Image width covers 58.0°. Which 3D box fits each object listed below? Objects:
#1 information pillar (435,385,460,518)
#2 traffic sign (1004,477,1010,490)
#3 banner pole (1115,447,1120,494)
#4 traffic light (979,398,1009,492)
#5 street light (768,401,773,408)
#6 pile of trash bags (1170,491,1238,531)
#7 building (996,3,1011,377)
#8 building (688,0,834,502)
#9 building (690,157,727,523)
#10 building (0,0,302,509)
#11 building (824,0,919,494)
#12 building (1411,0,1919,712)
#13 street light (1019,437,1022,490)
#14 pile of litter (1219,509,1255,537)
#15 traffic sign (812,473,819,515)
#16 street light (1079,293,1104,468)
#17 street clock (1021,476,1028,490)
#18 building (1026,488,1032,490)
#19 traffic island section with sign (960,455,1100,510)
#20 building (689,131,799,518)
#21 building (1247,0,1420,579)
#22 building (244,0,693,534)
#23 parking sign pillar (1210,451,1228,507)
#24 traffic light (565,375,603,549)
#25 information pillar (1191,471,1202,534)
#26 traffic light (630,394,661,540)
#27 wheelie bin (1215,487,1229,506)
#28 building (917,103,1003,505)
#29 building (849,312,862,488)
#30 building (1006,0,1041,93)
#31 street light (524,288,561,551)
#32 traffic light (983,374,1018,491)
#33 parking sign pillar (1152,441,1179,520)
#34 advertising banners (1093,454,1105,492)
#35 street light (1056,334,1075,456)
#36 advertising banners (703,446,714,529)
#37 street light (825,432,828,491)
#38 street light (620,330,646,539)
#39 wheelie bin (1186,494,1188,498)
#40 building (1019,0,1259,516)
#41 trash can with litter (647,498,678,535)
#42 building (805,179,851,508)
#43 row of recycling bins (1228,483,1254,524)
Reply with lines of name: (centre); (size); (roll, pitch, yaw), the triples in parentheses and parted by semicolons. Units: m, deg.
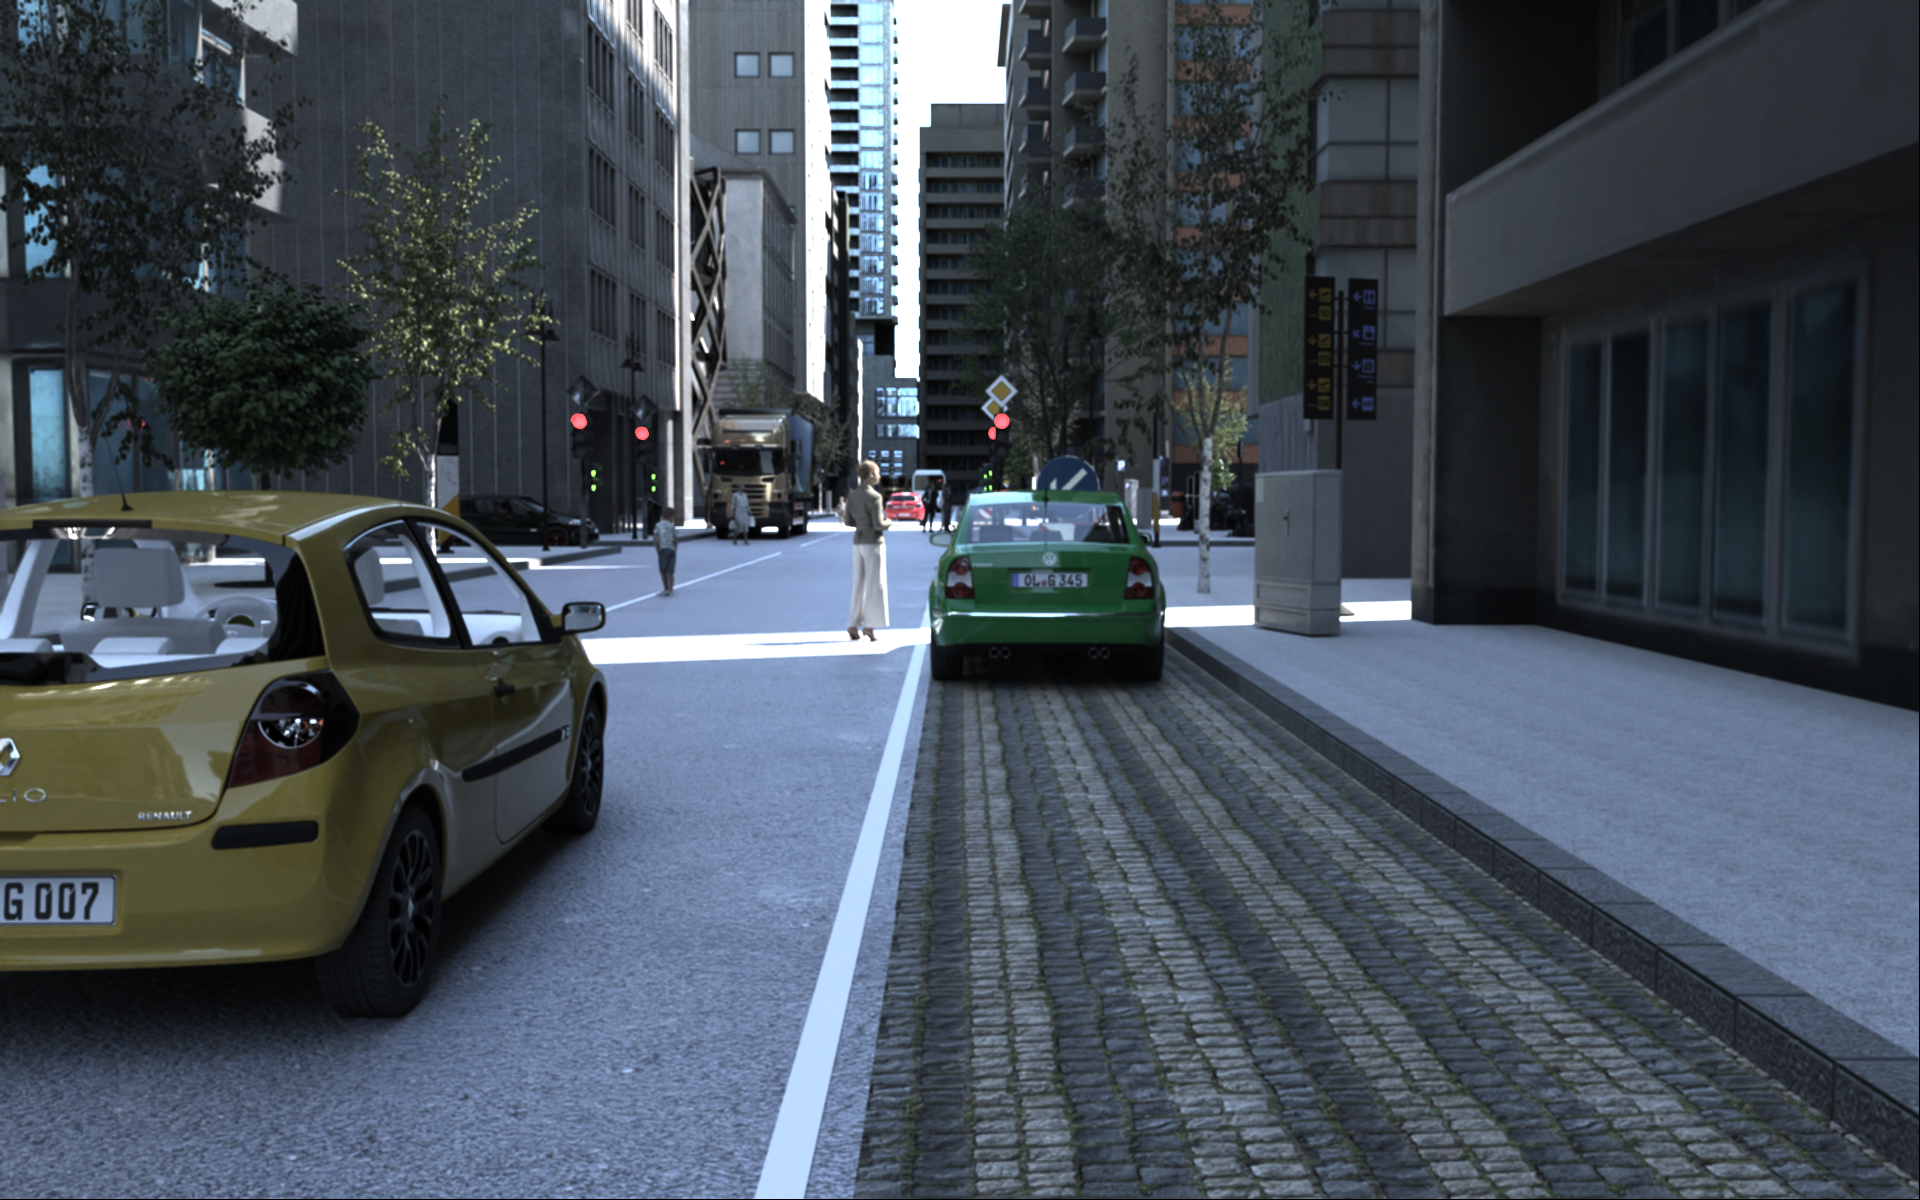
information pillar: (-11.094, -2.820, 37.465); (0.504, 3.616, 0.183); (-3, 5, -43)
traffic sign: (2.668, -5.969, 98.780); (0.795, 2.450, 0.064); (0, 4, 7)
banner pole: (8.403, -6.265, 92.448); (0.401, 3.779, 0.863); (-1, 4, -10)
traffic light: (0.955, -3.658, 48.734); (0.839, 4.253, 0.868); (0, 3, 0)
street light: (-9.371, -6.912, 85.804); (0.468, 5.910, 1.993); (0, 3, 0)
pile of trash bags: (8.477, -3.143, 61.147); (1.912, 1.369, 3.447); (3, 5, 39)
building: (18.473, -36.410, 184.535); (28.713, 52.752, 27.495); (0, 3, 0)
building: (-24.417, -33.491, 136.813); (28.713, 52.752, 27.495); (0, 3, 0)
building: (-19.130, -12.853, 77.595); (16.820, 18.784, 16.811); (0, 3, 0)
building: (-27.990, -24.888, 26.527); (30.456, 49.044, 23.786); (0, 3, 0)
building: (-20.731, -55.359, 217.796); (31.000, 86.520, 22.319); (0, 3, 0)
building: (15.288, -23.373, 5.859); (21.300, 48.544, 21.600); (0, 3, 0)
street light: (3.032, -6.982, 86.949); (0.468, 5.910, 1.993); (0, 3, 0)
pile of litter: (8.540, -2.306, 51.674); (1.176, 0.858, 1.719); (-2, 4, -30)
traffic sign: (-8.988, -6.446, 105.504); (0.768, 2.556, 0.104); (0, 4, 1)
street light: (3.029, -4.109, 39.964); (0.468, 5.910, 1.993); (0, 3, 0)
street clock: (2.628, -4.048, 70.757); (0.358, 2.002, 0.471); (1, 4, 13)
building: (21.157, -27.237, 137.206); (32.217, 40.220, 23.993); (0, 3, 0)
traffic island section with sign: (1.005, -0.612, 18.639); (1.989, 1.847, 2.006); (0, 3, 0)
building: (-15.142, -15.428, 101.406); (9.793, 20.994, 18.267); (0, 3, 0)
building: (12.418, -21.302, 31.876); (14.154, 41.232, 14.086); (0, 3, 0)
building: (-16.699, -14.722, 58.733); (12.078, 24.808, 19.932); (0, 3, 0)
parking sign pillar: (13.861, -6.458, 94.055); (1.447, 3.967, 1.447); (-1, 4, -11)
traffic light: (-8.855, -3.169, 40.732); (0.839, 4.253, 0.868); (0, 3, 0)
information pillar: (7.767, -3.146, 55.936); (0.304, 2.012, 0.304); (-2, 4, -30)
traffic light: (-8.856, -3.657, 48.717); (0.839, 4.253, 0.868); (0, 3, 0)
wheelie bin: (11.137, -3.989, 73.132); (0.693, 1.594, 0.980); (-1, 4, -17)
building: (5.569, -36.348, 217.987); (21.600, 48.544, 21.300); (0, 3, 0)
building: (-25.698, -20.811, 185.306); (28.899, 21.520, 27.650); (0, 3, 0)
building: (15.193, -32.811, 160.162); (21.300, 48.544, 21.600); (0, 3, 0)
street light: (-9.371, -4.051, 39.016); (0.468, 5.910, 1.993); (0, 3, 0)
traffic light: (0.956, -3.170, 40.749); (0.839, 4.253, 0.868); (0, 3, 0)
parking sign pillar: (10.309, -6.044, 87.293); (1.447, 3.967, 1.447); (0, 4, 5)
advertising banners: (5.948, -4.805, 74.745); (0.090, 3.025, 2.074); (-1, 4, -13)
street light: (3.057, -4.744, 50.357); (0.468, 5.910, 1.993); (0, 3, 0)
advertising banners: (-9.380, -4.173, 64.413); (0.090, 3.025, 2.074); (0, 4, 1)
street light: (-9.380, -9.155, 122.474); (0.468, 5.910, 1.993); (0, 3, 0)
street light: (-9.228, -4.659, 48.961); (0.468, 5.910, 1.993); (0, 3, 0)
wheelie bin: (11.217, -4.564, 82.531); (0.980, 1.594, 0.693); (2, 4, 25)
building: (14.958, -27.772, 108.691); (22.147, 44.769, 28.867); (0, 3, 0)
trash can with litter: (-9.363, -2.609, 54.037); (1.055, 1.170, 0.624); (-1, 4, -22)
building: (-17.478, -23.643, 158.256); (14.160, 30.474, 14.107); (0, 3, 0)
row of recycling bins: (11.225, -3.619, 66.282); (1.069, 1.692, 3.534); (2, 4, 29)
